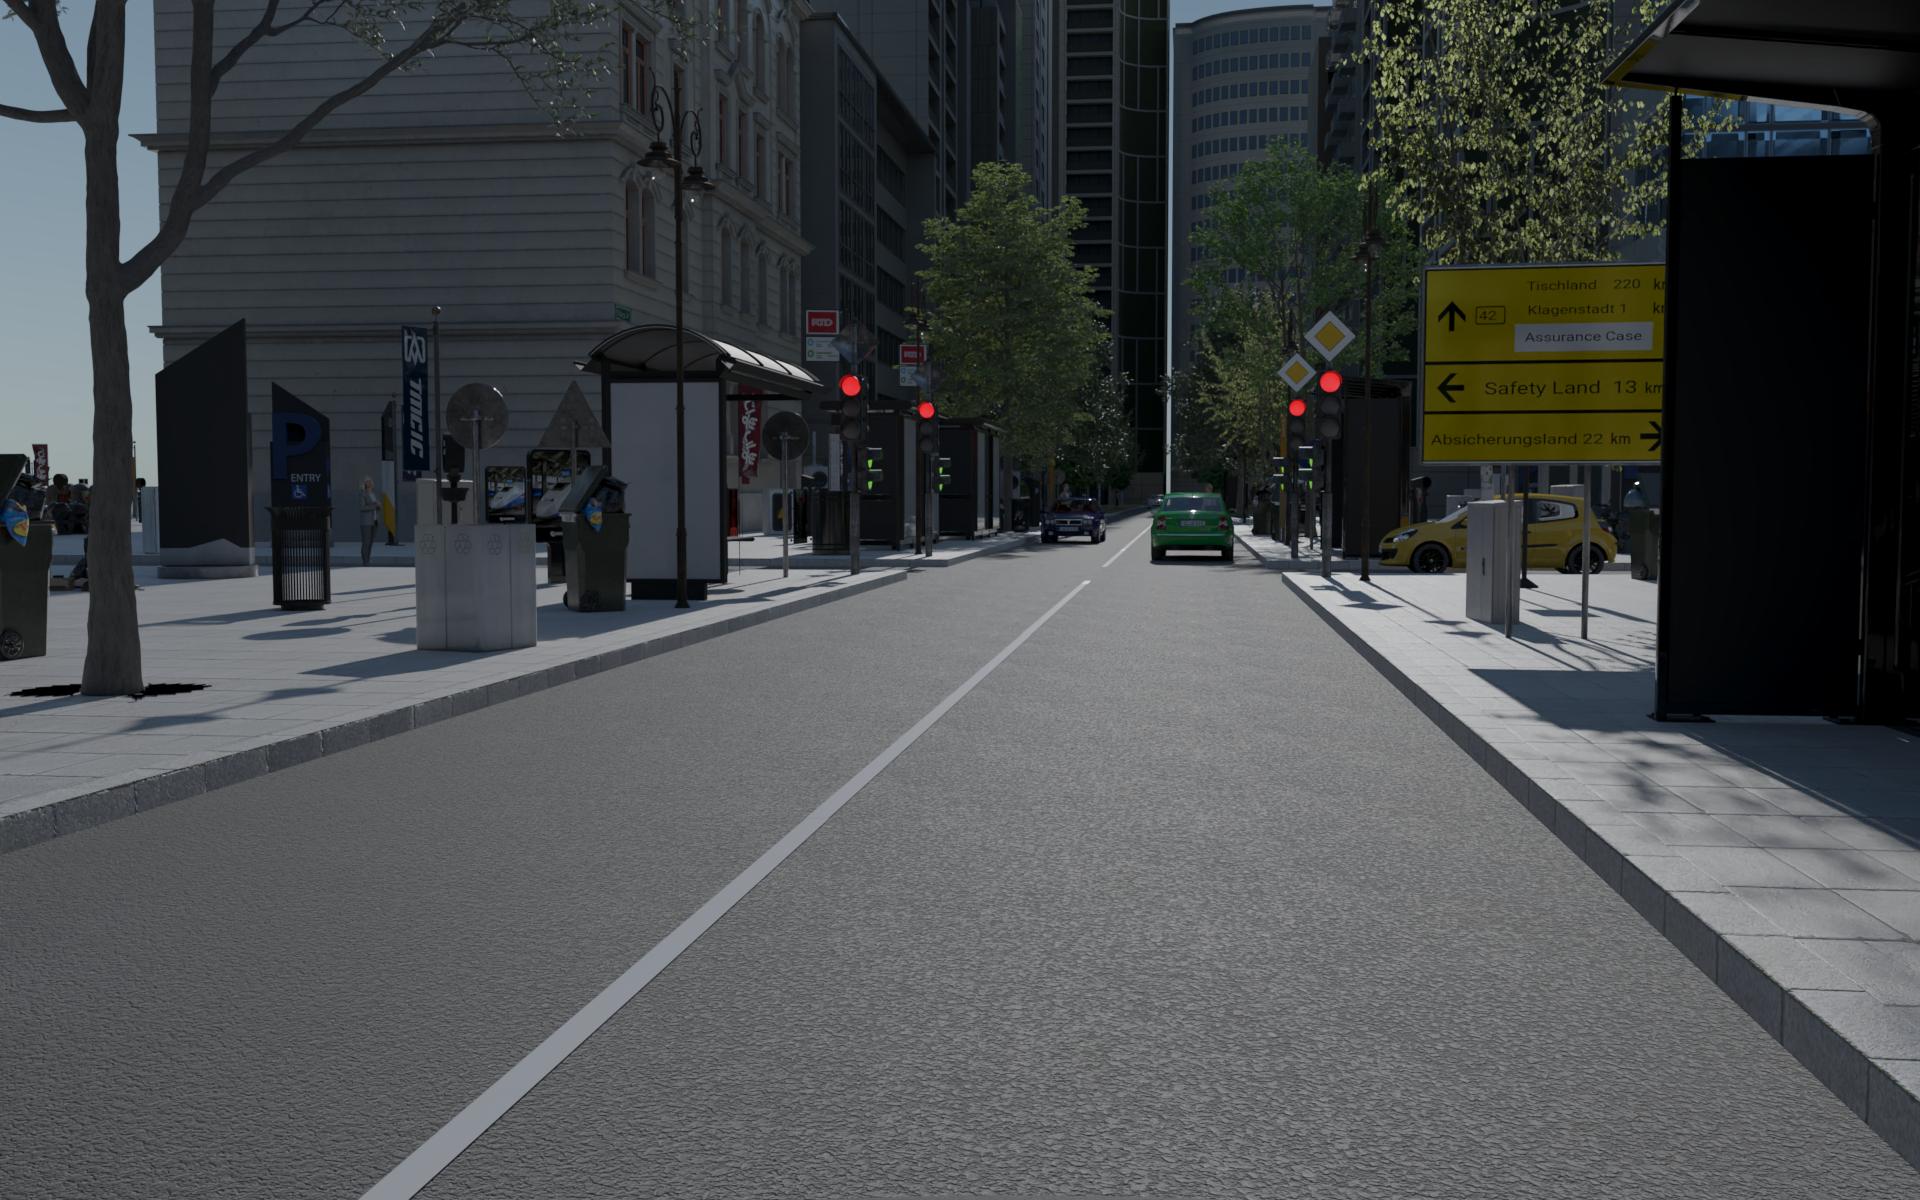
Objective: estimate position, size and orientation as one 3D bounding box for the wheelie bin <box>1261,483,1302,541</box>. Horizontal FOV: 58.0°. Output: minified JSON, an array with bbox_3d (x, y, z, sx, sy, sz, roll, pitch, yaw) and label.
[{"bbox_3d":[8.993,-2.440,47.807,0.980,1.594,0.693,3,4,37],"label":"wheelie bin"}]

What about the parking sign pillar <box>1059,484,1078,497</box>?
[{"bbox_3d":[6.190,-6.792,99.514,1.447,3.967,1.447,-3,5,-41],"label":"parking sign pillar"}]

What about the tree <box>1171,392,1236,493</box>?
[{"bbox_3d":[27.153,-16.980,184.271,9.857,13.997,8.962,0,3,0],"label":"tree"}]

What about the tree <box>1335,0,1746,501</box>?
[{"bbox_3d":[5.899,-4.178,18.671,4.360,8.622,3.978,0,3,0],"label":"tree"}]

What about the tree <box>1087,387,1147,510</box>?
[{"bbox_3d":[9.615,-10.165,116.567,4.737,8.622,4.395,0,3,0],"label":"tree"}]

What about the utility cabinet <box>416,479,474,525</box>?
[{"bbox_3d":[-7.464,-1.016,25.284,0.318,1.500,1.173,1,4,14],"label":"utility cabinet"}]

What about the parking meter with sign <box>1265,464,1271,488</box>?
[{"bbox_3d":[18.252,-6.439,101.541,0.543,3.016,1.738,1,4,21],"label":"parking meter with sign"}]

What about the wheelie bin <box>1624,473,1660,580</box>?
[{"bbox_3d":[10.419,-1.106,25.999,0.980,1.594,0.693,0,4,-7],"label":"wheelie bin"}]

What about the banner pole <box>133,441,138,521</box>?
[{"bbox_3d":[-39.018,-5.593,81.457,0.863,3.779,0.401,-3,5,-40],"label":"banner pole"}]

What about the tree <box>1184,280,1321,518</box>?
[{"bbox_3d":[15.219,-10.759,92.915,9.611,12.733,9.660,0,3,0],"label":"tree"}]

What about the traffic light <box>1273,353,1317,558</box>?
[{"bbox_3d":[6.678,-2.791,34.549,0.839,4.253,0.868,0,4,7],"label":"traffic light"}]

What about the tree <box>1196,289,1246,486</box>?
[{"bbox_3d":[10.449,-6.747,60.680,4.360,8.622,3.978,0,3,0],"label":"tree"}]

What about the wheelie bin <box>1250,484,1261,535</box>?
[{"bbox_3d":[9.587,-2.851,54.525,0.693,1.594,0.980,2,4,33],"label":"wheelie bin"}]

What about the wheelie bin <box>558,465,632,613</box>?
[{"bbox_3d":[-4.003,-0.682,19.052,0.693,1.594,0.980,-2,4,-30],"label":"wheelie bin"}]

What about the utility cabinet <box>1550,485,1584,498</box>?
[{"bbox_3d":[14.375,-1.981,41.070,0.318,1.500,1.173,0,4,-7],"label":"utility cabinet"}]

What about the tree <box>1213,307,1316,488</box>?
[{"bbox_3d":[12.164,-7.137,67.059,4.737,8.622,4.395,0,3,0],"label":"tree"}]

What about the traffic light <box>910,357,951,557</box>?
[{"bbox_3d":[-0.623,-2.848,35.487,0.839,4.253,0.868,0,4,7],"label":"traffic light"}]

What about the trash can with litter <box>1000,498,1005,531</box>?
[{"bbox_3d":[0.978,-2.833,57.699,1.055,1.170,0.624,1,4,9],"label":"trash can with litter"}]

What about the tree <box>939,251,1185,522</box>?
[{"bbox_3d":[3.456,-9.932,79.388,9.611,12.733,9.660,0,3,0],"label":"tree"}]

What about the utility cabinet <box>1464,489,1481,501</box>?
[{"bbox_3d":[22.680,-4.106,75.816,1.173,1.500,0.318,2,4,29],"label":"utility cabinet"}]

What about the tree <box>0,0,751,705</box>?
[{"bbox_3d":[-5.365,-6.147,10.871,12.009,13.543,11.850,0,3,0],"label":"tree"}]

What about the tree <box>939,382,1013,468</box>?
[{"bbox_3d":[0.688,-8.483,89.066,4.360,8.622,3.978,0,3,0],"label":"tree"}]

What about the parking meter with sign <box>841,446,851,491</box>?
[{"bbox_3d":[-4.172,-4.047,62.437,0.543,3.016,1.738,-1,4,-8],"label":"parking meter with sign"}]

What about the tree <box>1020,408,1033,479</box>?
[{"bbox_3d":[2.144,-9.160,100.125,4.360,8.622,3.978,0,3,0],"label":"tree"}]

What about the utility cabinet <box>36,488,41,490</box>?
[{"bbox_3d":[-36.600,-3.631,68.043,1.173,1.500,0.318,2,4,30],"label":"utility cabinet"}]

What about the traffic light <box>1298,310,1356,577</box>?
[{"bbox_3d":[5.640,-2.306,26.631,0.839,4.253,0.868,0,4,7],"label":"traffic light"}]

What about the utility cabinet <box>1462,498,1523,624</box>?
[{"bbox_3d":[5.382,-0.389,17.517,0.306,1.237,1.020,0,4,2],"label":"utility cabinet"}]

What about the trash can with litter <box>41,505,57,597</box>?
[{"bbox_3d":[-11.664,-0.600,21.193,1.055,1.170,0.624,-3,4,-36],"label":"trash can with litter"}]

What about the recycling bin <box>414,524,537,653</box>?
[{"bbox_3d":[-4.027,-0.114,14.425,0.722,1.027,0.722,2,4,26],"label":"recycling bin"}]

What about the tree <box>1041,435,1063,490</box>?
[{"bbox_3d":[4.655,-9.489,105.500,4.360,8.622,3.978,0,3,0],"label":"tree"}]

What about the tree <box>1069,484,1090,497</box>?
[{"bbox_3d":[6.825,-6.247,96.740,1.663,3.219,1.824,0,3,0],"label":"tree"}]

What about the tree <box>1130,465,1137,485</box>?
[{"bbox_3d":[13.621,-10.186,150.248,4.285,4.588,4.351,0,3,0],"label":"tree"}]

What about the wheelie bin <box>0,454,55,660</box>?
[{"bbox_3d":[-7.585,-0.347,13.579,0.980,1.594,0.693,1,4,16],"label":"wheelie bin"}]

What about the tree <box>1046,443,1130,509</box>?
[{"bbox_3d":[6.180,-6.619,91.942,4.285,4.588,4.351,0,3,0],"label":"tree"}]

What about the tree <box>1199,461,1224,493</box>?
[{"bbox_3d":[23.717,-10.769,159.786,4.285,4.588,4.351,0,3,0],"label":"tree"}]

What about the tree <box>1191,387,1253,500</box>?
[{"bbox_3d":[25.708,-15.241,167.312,7.486,12.596,7.792,0,3,0],"label":"tree"}]

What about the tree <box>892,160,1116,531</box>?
[{"bbox_3d":[1.540,-8.671,59.896,7.486,12.596,7.792,0,3,0],"label":"tree"}]

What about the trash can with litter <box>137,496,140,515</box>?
[{"bbox_3d":[-52.801,-6.102,111.157,0.624,1.170,1.055,1,4,13],"label":"trash can with litter"}]

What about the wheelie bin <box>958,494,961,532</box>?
[{"bbox_3d":[0.327,-3.129,59.068,0.980,1.594,0.693,-3,5,-41],"label":"wheelie bin"}]

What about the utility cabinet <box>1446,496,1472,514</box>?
[{"bbox_3d":[21.333,-3.844,74.007,1.020,1.237,0.306,0,4,-3],"label":"utility cabinet"}]

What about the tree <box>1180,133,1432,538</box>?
[{"bbox_3d":[10.241,-7.667,51.111,9.928,11.665,9.643,0,3,0],"label":"tree"}]

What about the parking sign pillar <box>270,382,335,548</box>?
[{"bbox_3d":[-15.806,-3.245,41.521,1.447,3.967,1.447,0,4,-6],"label":"parking sign pillar"}]

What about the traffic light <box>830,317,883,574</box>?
[{"bbox_3d":[-1.661,-2.364,27.569,0.839,4.253,0.868,0,4,7],"label":"traffic light"}]

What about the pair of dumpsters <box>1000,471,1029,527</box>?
[{"bbox_3d":[1.876,-4.128,69.987,1.574,2.255,4.437,0,4,8],"label":"pair of dumpsters"}]

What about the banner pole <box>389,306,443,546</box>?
[{"bbox_3d":[-7.091,-2.017,22.988,0.401,3.779,0.863,2,4,27],"label":"banner pole"}]
